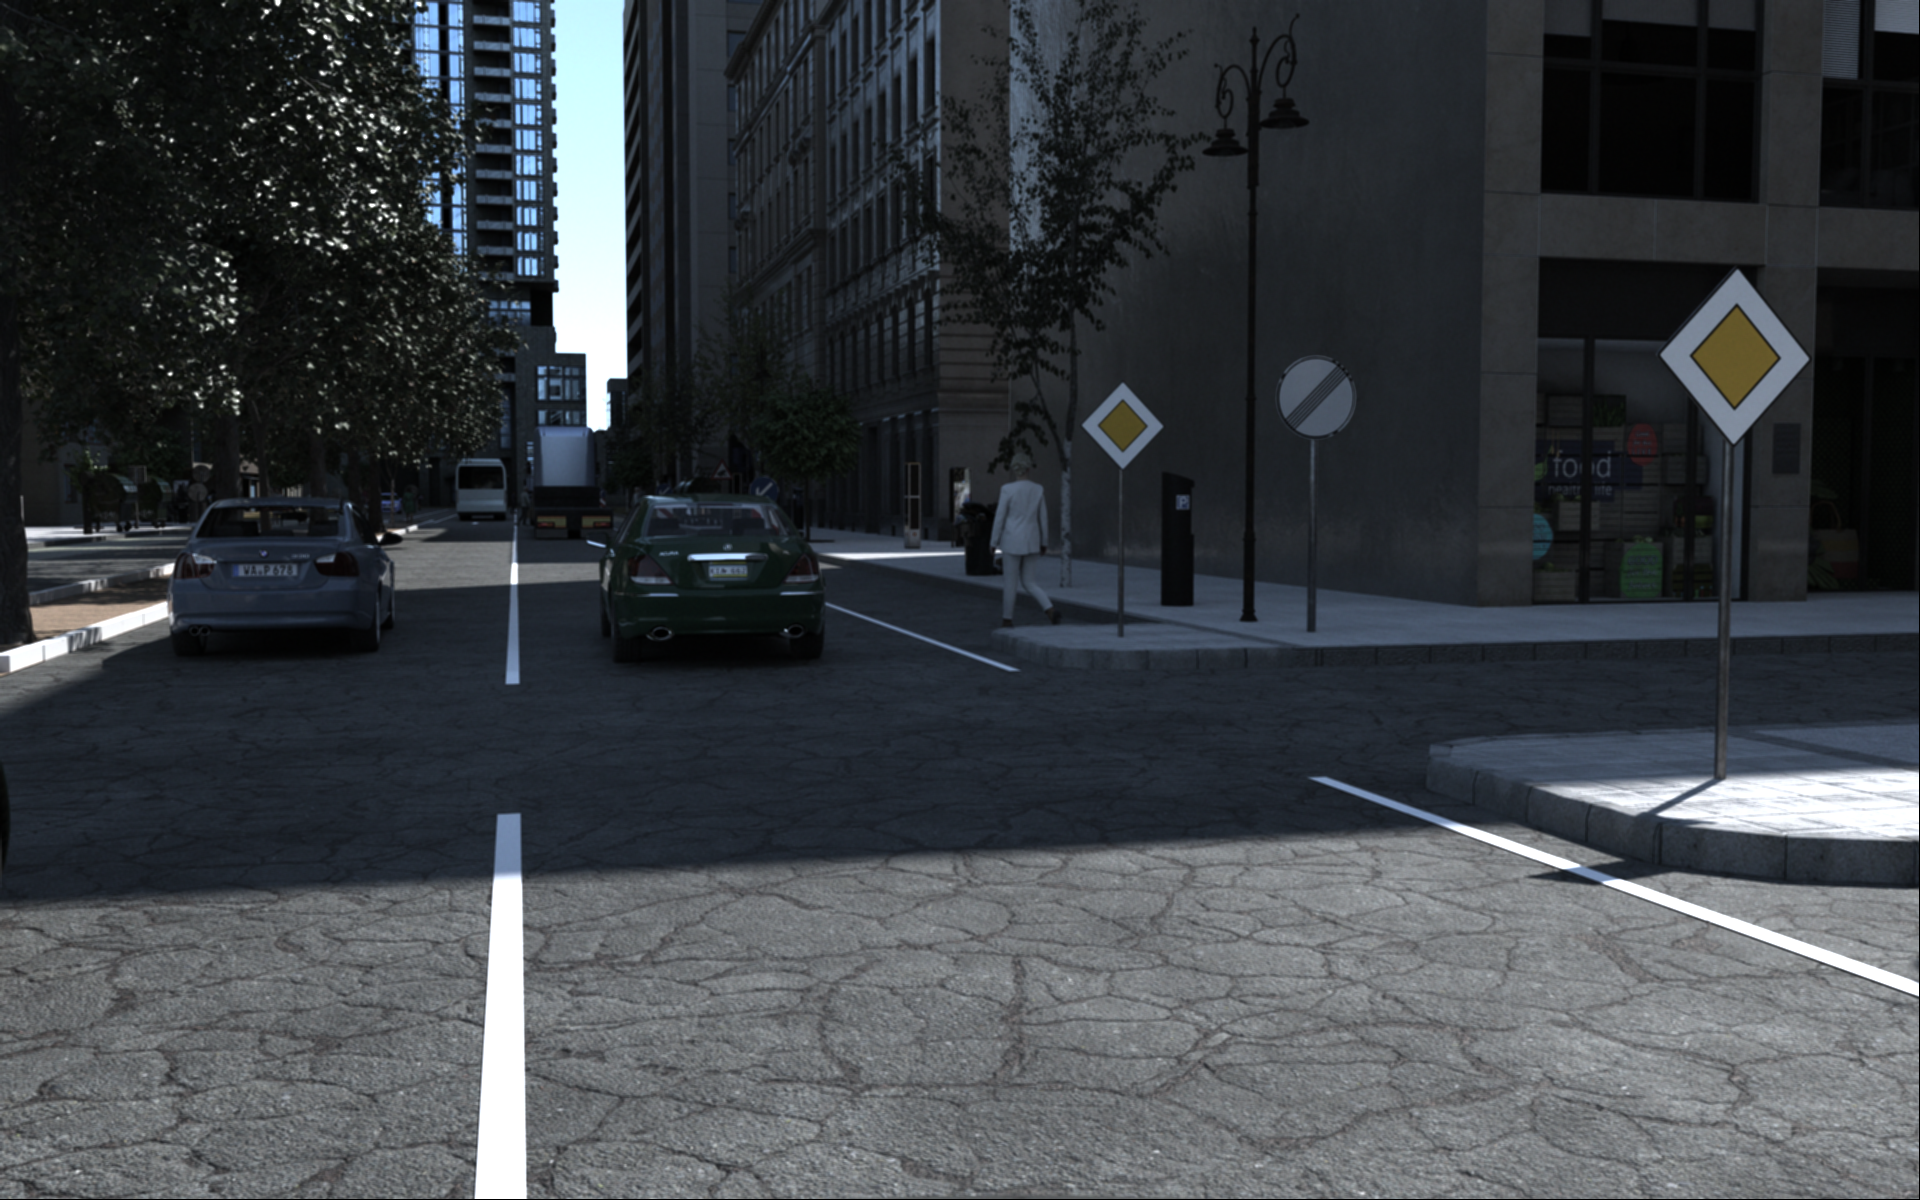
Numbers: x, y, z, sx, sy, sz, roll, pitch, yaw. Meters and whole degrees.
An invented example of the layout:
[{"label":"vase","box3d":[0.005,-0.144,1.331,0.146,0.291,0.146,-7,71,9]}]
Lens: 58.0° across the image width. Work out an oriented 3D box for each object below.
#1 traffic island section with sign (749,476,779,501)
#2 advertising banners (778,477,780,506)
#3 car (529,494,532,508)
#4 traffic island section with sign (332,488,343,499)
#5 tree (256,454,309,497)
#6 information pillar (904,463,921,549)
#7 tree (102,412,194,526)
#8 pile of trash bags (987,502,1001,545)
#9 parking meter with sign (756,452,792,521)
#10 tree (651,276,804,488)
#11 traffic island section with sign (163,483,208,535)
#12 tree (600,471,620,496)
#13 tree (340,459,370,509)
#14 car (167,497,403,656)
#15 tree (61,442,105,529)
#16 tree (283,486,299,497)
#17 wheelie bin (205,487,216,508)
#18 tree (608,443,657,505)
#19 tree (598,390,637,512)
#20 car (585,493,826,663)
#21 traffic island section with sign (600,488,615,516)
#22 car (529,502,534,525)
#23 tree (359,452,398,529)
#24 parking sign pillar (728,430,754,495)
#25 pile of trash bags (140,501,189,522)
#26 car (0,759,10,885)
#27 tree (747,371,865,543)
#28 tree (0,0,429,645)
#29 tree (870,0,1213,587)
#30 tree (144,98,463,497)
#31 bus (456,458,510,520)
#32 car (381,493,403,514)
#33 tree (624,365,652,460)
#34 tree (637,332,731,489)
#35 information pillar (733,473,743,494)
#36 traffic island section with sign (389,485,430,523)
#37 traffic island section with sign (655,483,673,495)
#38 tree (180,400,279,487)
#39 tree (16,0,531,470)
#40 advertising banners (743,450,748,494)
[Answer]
[{"label":"traffic island section with sign","box3d":[-4.665,-1.884,39.426,1.989,1.847,2.006,-1,4,-14]},{"label":"advertising banners","box3d":[-5.647,-3.530,53.899,0.090,3.025,2.074,0,4,-5]},{"label":"car","box3d":[-33.610,-7.659,137.225,2.014,1.417,4.499,-1,4,-14]},{"label":"traffic island section with sign","box3d":[-39.533,-6.208,110.135,1.989,1.847,2.006,-1,4,-14]},{"label":"tree","box3d":[-41.052,-7.450,105.525,4.285,4.588,4.351,0,3,0]},{"label":"information pillar","box3d":[-1.120,-2.214,40.688,0.304,2.012,0.304,-2,4,-23]},{"label":"tree","box3d":[-32.750,-5.275,69.965,4.285,4.588,4.351,0,3,0]},{"label":"pile of trash bags","box3d":[1.615,-2.139,44.731,1.912,1.369,3.447,1,4,17]},{"label":"parking meter with sign","box3d":[-7.057,-4.268,66.049,0.543,3.016,1.738,2,4,28]},{"label":"tree","box3d":[-6.906,-6.564,57.687,4.737,8.622,4.395,0,3,0]},{"label":"traffic island section with sign","box3d":[-27.079,-3.234,61.498,1.989,1.847,2.006,-1,4,-14]},{"label":"tree","box3d":[-29.559,-9.333,147.199,1.663,3.219,1.824,0,3,0]},{"label":"tree","box3d":[-52.368,-10.226,150.915,4.285,4.588,4.351,0,3,0]},{"label":"car","box3d":[-6.471,-0.292,16.776,2.014,1.417,4.499,-1,4,-15]},{"label":"tree","box3d":[-32.402,-4.268,64.383,1.663,3.219,1.824,0,3,0]},{"label":"tree","box3d":[-43.482,-9.952,113.075,4.737,8.622,4.395,0,3,0]},{"label":"wheelie bin","box3d":[-34.428,-4.397,79.799,0.693,1.594,0.980,-2,4,-26]},{"label":"tree","box3d":[-20.815,-7.768,110.727,4.285,4.588,4.351,0,3,0]},{"label":"tree","box3d":[-23.526,-10.520,122.371,4.360,8.622,3.978,0,3,0]},{"label":"car","box3d":[-2.421,-0.276,16.315,2.131,1.459,4.920,-1,4,-13]},{"label":"traffic island section with sign","box3d":[-23.866,-6.465,114.330,1.989,1.847,2.006,-1,4,-14]},{"label":"car","box3d":[-19.086,-4.209,80.617,2.131,1.459,4.920,-1,4,-14]},{"label":"tree","box3d":[-23.431,-7.247,71.302,4.360,8.622,3.978,0,3,0]},{"label":"parking sign pillar","box3d":[-9.248,-5.189,73.319,1.447,3.967,1.447,2,4,28]},{"label":"pile of trash bags","box3d":[-36.972,-4.244,79.141,3.447,1.369,1.912,1,4,10]},{"label":"car","box3d":[-3.465,0.372,3.703,2.009,1.686,4.222,-1,4,-13]},{"label":"tree","box3d":[-4.089,-3.838,46.473,4.285,4.588,4.351,0,3,0]},{"label":"tree","box3d":[-9.302,-6.556,16.295,9.857,13.997,8.962,0,3,0]},{"label":"tree","box3d":[1.228,-4.484,23.675,4.360,8.622,3.978,0,3,0]},{"label":"tree","box3d":[-14.524,-6.077,36.232,8.767,10.594,7.601,-1,4,-14]},{"label":"bus","box3d":[-26.771,-6.261,97.228,2.948,3.499,13.247,-1,4,-14]},{"label":"car","box3d":[-41.328,-7.078,125.314,1.945,1.707,3.694,-1,4,-15]},{"label":"tree","box3d":[-16.192,-8.776,93.847,4.737,8.622,4.395,0,3,0]},{"label":"tree","box3d":[-12.372,-7.824,78.292,4.360,8.622,3.978,0,3,0]},{"label":"information pillar","box3d":[-7.819,-3.457,61.019,0.304,2.012,0.304,0,4,6]},{"label":"traffic island section with sign","box3d":[-27.101,-4.730,85.477,2.006,1.907,1.989,-1,4,-14]},{"label":"traffic island section with sign","box3d":[-11.352,-3.481,65.541,1.989,1.847,2.006,-1,4,-14]},{"label":"tree","box3d":[-37.321,-8.417,87.980,4.737,8.622,4.395,0,3,0]},{"label":"tree","box3d":[-11.893,-6.630,27.870,9.611,12.733,9.660,0,3,0]},{"label":"advertising banners","box3d":[-8.495,-4.434,68.686,0.090,3.025,2.074,0,4,-1]}]
